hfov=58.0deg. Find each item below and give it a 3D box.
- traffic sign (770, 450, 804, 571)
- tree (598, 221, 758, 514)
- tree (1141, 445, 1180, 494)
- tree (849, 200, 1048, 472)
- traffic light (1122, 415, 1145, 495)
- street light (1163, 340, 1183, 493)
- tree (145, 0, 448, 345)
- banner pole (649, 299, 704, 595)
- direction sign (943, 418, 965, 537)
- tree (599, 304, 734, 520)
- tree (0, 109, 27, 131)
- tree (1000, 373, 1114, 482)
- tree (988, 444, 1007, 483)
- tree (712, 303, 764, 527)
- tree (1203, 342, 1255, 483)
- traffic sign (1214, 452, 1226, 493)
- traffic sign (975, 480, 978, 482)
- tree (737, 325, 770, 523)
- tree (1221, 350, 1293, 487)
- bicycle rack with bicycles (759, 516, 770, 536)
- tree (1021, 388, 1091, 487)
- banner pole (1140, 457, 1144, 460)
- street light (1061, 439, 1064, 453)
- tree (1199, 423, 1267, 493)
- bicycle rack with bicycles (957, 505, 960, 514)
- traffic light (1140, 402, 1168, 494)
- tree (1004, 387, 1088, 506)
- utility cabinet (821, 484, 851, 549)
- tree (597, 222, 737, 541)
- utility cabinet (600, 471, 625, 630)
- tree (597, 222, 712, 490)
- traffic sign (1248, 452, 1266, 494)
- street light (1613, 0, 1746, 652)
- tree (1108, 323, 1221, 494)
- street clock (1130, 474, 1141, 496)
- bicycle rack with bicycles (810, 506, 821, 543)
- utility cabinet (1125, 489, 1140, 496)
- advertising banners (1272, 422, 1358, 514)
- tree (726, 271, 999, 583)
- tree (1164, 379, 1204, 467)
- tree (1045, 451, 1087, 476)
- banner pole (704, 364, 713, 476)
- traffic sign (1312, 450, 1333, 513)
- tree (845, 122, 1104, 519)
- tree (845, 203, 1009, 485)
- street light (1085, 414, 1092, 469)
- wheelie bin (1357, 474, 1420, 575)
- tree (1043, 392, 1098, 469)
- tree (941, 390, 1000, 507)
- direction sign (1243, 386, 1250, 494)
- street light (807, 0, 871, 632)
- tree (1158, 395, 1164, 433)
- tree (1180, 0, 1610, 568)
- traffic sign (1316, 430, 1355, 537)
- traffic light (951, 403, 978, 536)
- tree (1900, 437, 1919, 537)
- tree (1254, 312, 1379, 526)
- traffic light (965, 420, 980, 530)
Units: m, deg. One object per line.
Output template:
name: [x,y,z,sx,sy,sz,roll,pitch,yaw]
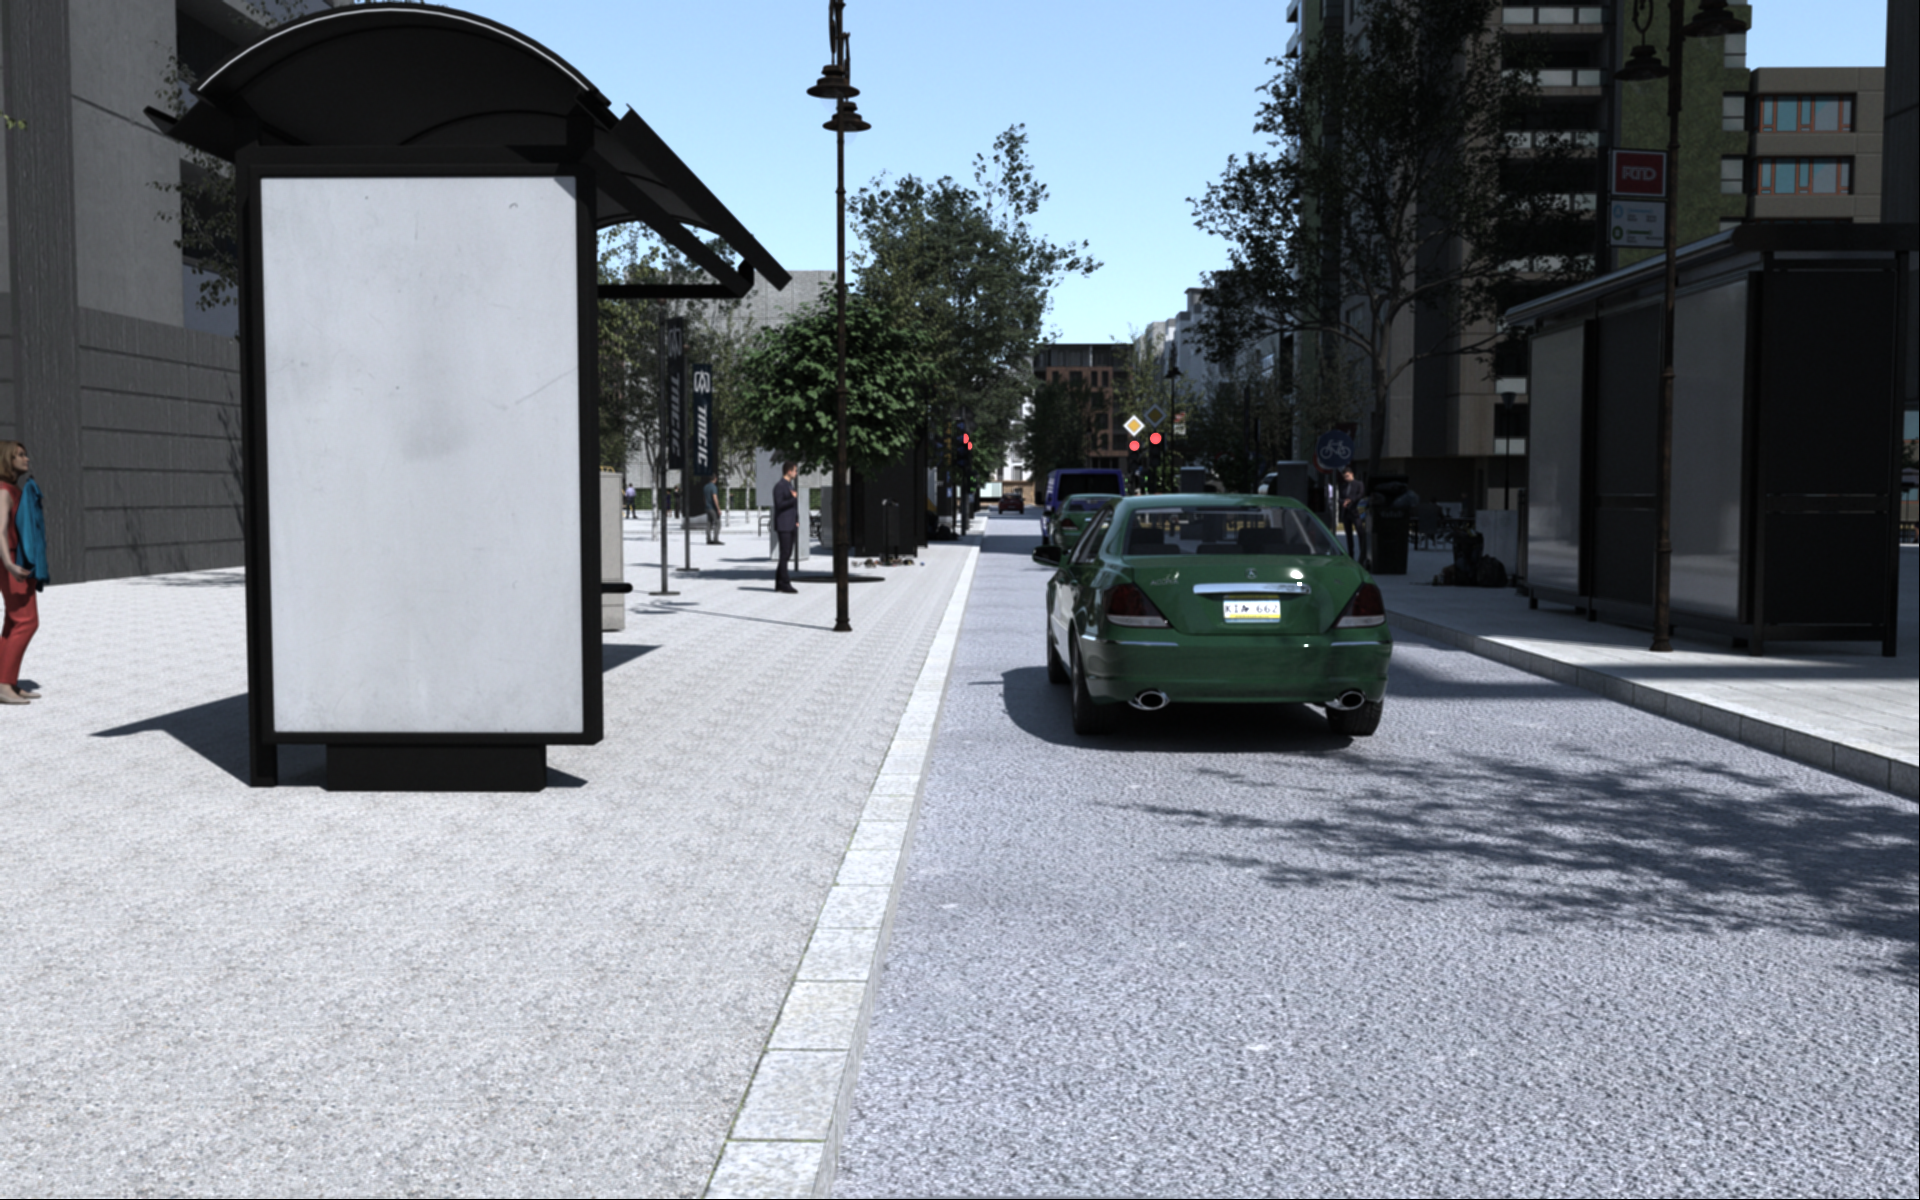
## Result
traffic sign: [-2.725,-1.760,28.783,0.884,2.594,0.081,0,4,3]
tree: [-18.859,-15.511,109.493,12.611,20.169,13.585,0,3,0]
tree: [7.798,-4.480,67.847,1.663,3.219,1.824,0,3,0]
tree: [-0.846,-10.374,76.274,9.857,13.997,8.962,0,3,0]
traffic light: [6.120,-4.422,61.225,0.839,4.253,0.868,0,4,1]
street light: [6.390,-4.850,52.092,0.468,5.910,1.993,0,4,1]
tree: [-8.160,-4.416,22.563,4.360,8.622,3.978,0,3,0]
banner pole: [-3.641,-1.943,21.793,0.401,3.779,0.863,-2,4,-34]
direction sign: [-0.186,-3.678,52.129,0.876,3.537,0.379,-3,5,-44]
tree: [-14.941,-9.174,84.400,8.767,10.594,7.601,0,4,1]
tree: [-9.772,-3.878,13.770,4.737,8.622,4.395,0,3,0]
tree: [8.995,-13.554,147.369,9.928,11.665,9.643,0,3,0]
tree: [2.079,-17.763,208.548,7.486,12.596,7.792,0,3,0]
tree: [-8.981,-7.193,67.960,4.737,8.622,4.395,0,3,0]
tree: [14.302,-7.922,79.888,4.360,8.622,3.978,0,3,0]
traffic sign: [7.758,-3.087,50.586,0.768,2.556,0.104,0,4,4]
traffic sign: [1.136,-7.634,124.925,0.768,2.556,0.104,0,4,4]
tree: [-9.351,-7.689,76.083,4.360,8.622,3.978,0,3,0]
tree: [15.079,-8.375,87.301,4.737,8.622,4.395,0,3,0]
bicycle rack with bicycles: [-4.651,-2.369,52.113,2.925,0.926,2.852,-2,4,-31]
tree: [10.006,-15.996,179.655,7.486,12.596,7.792,0,3,0]
banner pole: [10.791,-6.920,103.162,0.863,3.779,0.401,-1,4,-12]
street light: [8.045,-9.963,135.675,0.468,5.910,1.993,0,4,1]
tree: [7.565,-3.200,46.915,1.663,3.219,1.824,0,3,0]
bicycle rack with bicycles: [-1.790,-5.807,108.324,2.852,0.926,2.925,-3,5,-42]
traffic light: [5.965,-3.934,53.242,0.839,4.253,0.868,0,4,1]
tree: [9.321,-17.303,193.278,12.009,13.543,11.850,0,3,0]
utility cabinet: [-2.902,-1.934,40.307,0.318,1.500,1.173,-2,4,-26]
tree: [-8.281,-5.893,46.707,4.360,8.622,3.978,0,3,0]
utility cabinet: [-3.528,-0.482,16.562,0.318,1.500,1.173,-2,4,-29]
tree: [-7.815,-5.076,33.353,4.737,8.622,4.395,0,3,0]
traffic sign: [8.790,-3.178,52.064,0.768,2.556,0.104,0,4,5]
street light: [5.726,-2.519,13.967,0.468,5.910,1.993,0,4,1]
tree: [8.095,-7.550,73.805,4.737,8.622,4.395,0,3,0]
street clock: [6.351,-3.597,63.380,0.471,2.002,0.358,2,4,27]
bicycle rack with bicycles: [-2.937,-1.832,43.331,2.852,0.926,2.925,-1,4,-19]
utility cabinet: [7.071,-3.886,72.210,0.318,1.500,1.173,-2,4,-26]
advertising banners: [8.741,-2.846,42.725,2.074,3.025,0.090,1,4,22]
tree: [-1.747,-2.562,25.604,4.285,4.588,4.351,0,3,0]
tree: [15.617,-9.598,107.293,4.360,8.622,3.978,0,3,0]
tree: [7.996,-8.902,129.263,4.285,4.588,4.351,0,3,0]
banner pole: [-4.445,-2.396,29.198,0.401,3.779,0.863,2,4,35]
traffic sign: [9.334,-2.687,44.031,0.768,2.556,0.104,0,4,6]
tree: [0.522,-14.250,88.876,12.611,20.169,13.585,0,3,0]
tree: [-1.181,-5.730,44.053,4.737,8.622,4.395,0,3,0]
street light: [7.304,-7.678,98.320,0.468,5.910,1.993,0,4,1]
wheelie bin: [6.881,-1.213,27.746,0.980,1.594,0.693,0,4,2]
tree: [8.040,-10.620,123.999,4.360,8.622,3.978,0,3,0]
tree: [0.810,-14.143,156.995,9.928,11.665,9.643,0,3,0]
direction sign: [6.075,-2.741,36.817,0.379,3.537,0.876,0,4,3]
street light: [-1.100,-2.646,16.051,0.468,5.910,1.993,0,4,1]
tree: [15.017,-10.158,116.442,4.360,8.622,3.978,0,3,0]
tree: [7.046,-5.742,28.292,7.601,10.594,8.767,2,4,25]
traffic sign: [7.439,-2.098,34.409,0.768,2.556,0.104,0,4,3]
traffic light: [0.124,-3.940,53.339,0.839,4.253,0.868,0,4,1]
tree: [28.001,-3.496,51.753,1.663,3.219,1.824,0,3,0]
tree: [14.755,-7.223,68.457,4.360,8.622,3.978,0,3,0]
traffic light: [0.280,-4.428,61.322,0.839,4.253,0.868,0,4,1]
